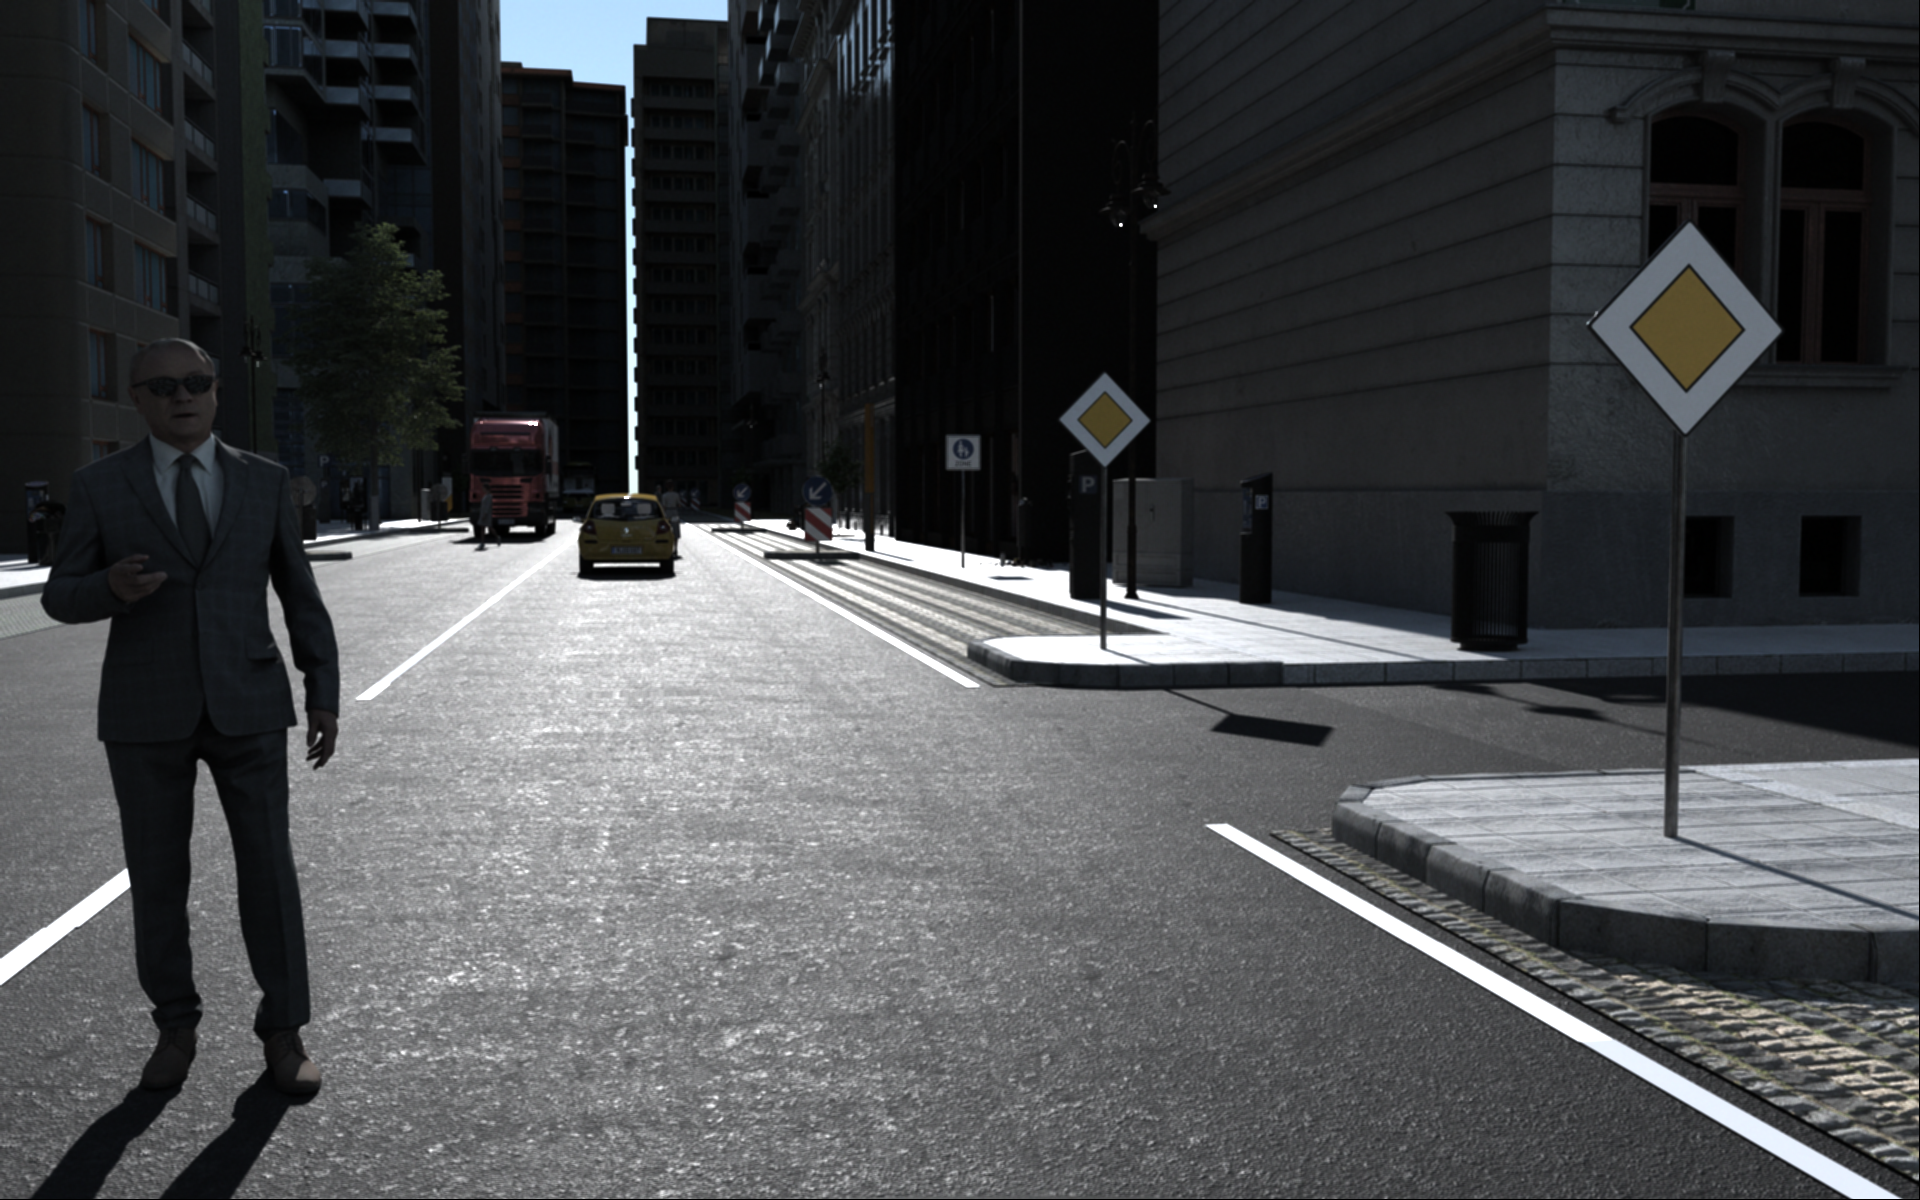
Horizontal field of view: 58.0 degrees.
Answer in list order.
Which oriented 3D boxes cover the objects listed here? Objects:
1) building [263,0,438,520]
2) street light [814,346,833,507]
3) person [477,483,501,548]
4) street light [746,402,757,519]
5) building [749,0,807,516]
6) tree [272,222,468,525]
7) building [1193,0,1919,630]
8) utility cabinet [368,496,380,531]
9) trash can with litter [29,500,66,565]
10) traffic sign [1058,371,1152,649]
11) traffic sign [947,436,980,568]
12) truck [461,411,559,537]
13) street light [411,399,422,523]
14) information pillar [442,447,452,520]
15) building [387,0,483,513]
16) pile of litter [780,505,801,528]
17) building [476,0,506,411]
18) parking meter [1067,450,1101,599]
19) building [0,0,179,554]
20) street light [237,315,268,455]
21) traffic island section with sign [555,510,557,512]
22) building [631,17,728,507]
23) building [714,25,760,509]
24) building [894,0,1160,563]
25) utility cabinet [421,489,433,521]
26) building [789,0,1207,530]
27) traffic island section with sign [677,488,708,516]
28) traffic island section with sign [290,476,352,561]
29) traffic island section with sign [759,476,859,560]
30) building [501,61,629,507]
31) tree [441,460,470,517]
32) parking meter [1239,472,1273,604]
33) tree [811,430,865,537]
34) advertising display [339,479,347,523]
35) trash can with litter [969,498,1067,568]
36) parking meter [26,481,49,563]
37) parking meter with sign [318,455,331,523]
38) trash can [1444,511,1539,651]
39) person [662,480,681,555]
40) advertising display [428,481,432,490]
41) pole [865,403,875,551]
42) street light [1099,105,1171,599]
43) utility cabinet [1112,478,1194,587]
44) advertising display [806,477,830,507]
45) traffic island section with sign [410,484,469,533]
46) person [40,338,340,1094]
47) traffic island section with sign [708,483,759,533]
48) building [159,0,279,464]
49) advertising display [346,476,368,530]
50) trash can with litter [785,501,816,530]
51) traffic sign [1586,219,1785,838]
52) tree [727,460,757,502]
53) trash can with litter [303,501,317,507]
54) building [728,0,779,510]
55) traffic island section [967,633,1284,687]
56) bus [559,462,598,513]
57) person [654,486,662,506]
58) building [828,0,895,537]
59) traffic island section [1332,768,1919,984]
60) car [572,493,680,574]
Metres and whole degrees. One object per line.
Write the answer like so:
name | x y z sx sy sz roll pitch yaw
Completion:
building | -41.249 -47.975 97.070 22.319 86.520 31.000 -1 4 -11
street light | -4.275 -4.973 54.104 0.468 5.910 1.993 -1 4 -11
person | -12.720 -2.288 46.653 0.466 1.731 0.760 2 4 25
street light | -10.480 -7.005 87.318 0.468 5.910 1.993 -1 4 -11
building | -0.757 -29.844 107.557 23.786 49.044 30.456 -1 4 -11
tree | -24.479 -9.422 72.182 7.486 12.596 7.792 0 3 0
building | 15.266 -14.450 23.649 23.554 28.519 14.401 -1 4 -11
utility cabinet | -20.635 -3.045 60.952 0.306 1.237 1.020 -1 4 -23
trash can with litter | -16.497 -1.221 31.345 0.624 1.170 1.055 -2 4 -28
traffic sign | 1.183 -0.650 14.272 0.795 2.450 0.064 -1 4 -11
traffic sign | 0.051 -1.705 30.005 0.606 2.300 0.079 -1 4 -9
truck | -15.641 -4.413 61.062 2.839 4.237 11.283 -1 4 -10
street light | -24.369 -6.429 77.908 0.468 5.910 1.993 -1 4 -11
information pillar | -25.386 -5.769 85.679 0.504 3.616 0.183 -3 5 -40
building | -41.392 -28.816 121.252 14.600 45.320 14.200 -1 4 -11
pile of litter | -6.191 -3.220 66.611 1.719 0.858 1.176 1 4 22
building | -51.860 -33.824 142.256 27.495 52.752 28.713 -1 4 -11
parking meter | 1.520 -0.945 21.170 0.399 1.863 0.255 -1 4 -9
building | -31.503 -11.227 28.600 27.650 21.520 28.899 -1 4 -11
street light | -18.274 -4.409 44.869 0.468 5.910 1.993 -1 4 -11
traffic island section with sign | -33.565 -8.027 139.870 1.989 1.847 2.006 -1 4 -11
building | -23.435 -34.163 182.259 21.600 48.544 21.300 -1 4 -11
building | -14.974 -28.904 156.175 14.154 41.232 14.086 -1 4 -11
building | 5.719 -12.879 40.250 12.332 23.373 15.834 -1 4 -11
utility cabinet | -25.582 -4.556 83.177 0.318 1.500 1.173 0 4 -5
building | 0.245 -17.770 77.929 14.401 28.519 23.554 -1 4 -11
traffic island section with sign | -17.716 -6.504 114.973 1.989 1.847 2.006 -1 4 -11
traffic island section with sign | -14.335 -1.773 37.621 1.989 1.847 2.006 -1 4 -11
traffic island section with sign | -3.346 -1.829 38.530 1.989 1.847 2.006 -1 4 -11
building | -48.603 -32.010 177.991 28.867 44.769 22.147 -1 4 -11
tree | -28.738 -6.374 98.810 1.663 3.219 1.824 0 3 0
parking meter | 3.475 -0.729 20.332 0.372 1.533 0.369 0 3 0
tree | -3.516 -3.517 52.099 1.663 3.219 1.824 0 3 0
advertising display | -27.034 -4.379 76.810 0.123 1.923 0.974 3 5 40
trash can with litter | 1.112 -1.208 30.812 1.678 1.210 2.233 -1 4 -8
parking meter | -17.251 -1.467 32.404 0.372 1.533 0.369 0 3 0
parking meter with sign | -28.217 -4.929 76.854 0.543 3.016 1.738 -1 4 -18
trash can | 4.375 -0.162 14.301 0.748 1.137 0.748 0 3 0
person | -6.796 -1.935 40.702 0.480 1.755 0.524 -2 4 -26
advertising display | -25.905 -4.862 84.711 0.123 1.923 0.974 -1 4 -13
pole | -2.038 -2.764 39.029 0.158 3.312 0.155 0 3 0
street light | 2.109 -2.956 21.123 0.468 5.910 1.993 -1 4 -11
utility cabinet | 2.667 -0.940 24.049 1.173 1.500 0.318 3 5 43
advertising display | -5.321 -3.656 64.985 0.974 1.923 0.123 1 4 23
traffic island section with sign | -19.415 -3.426 64.648 1.989 1.847 2.006 -1 4 -11
person | -1.817 0.277 4.148 0.661 1.801 0.590 -2 4 -29
traffic island section with sign | -8.330 -3.451 65.054 1.989 1.847 2.006 -1 4 -11
building | -32.148 -22.917 58.291 14.154 41.232 14.086 -1 4 -11
advertising display | -21.418 -3.452 61.647 0.974 1.923 0.123 3 5 39
trash can with litter | -5.648 -3.052 61.285 1.055 1.170 0.624 -1 4 -15
traffic sign | 2.659 -0.170 6.424 0.795 2.450 0.064 -1 4 -11
tree | -12.562 -6.399 99.231 1.663 3.219 1.824 0 3 0
trash can with litter | -24.503 -3.278 64.984 0.624 1.170 1.055 -1 4 -16
building | -3.961 -33.458 136.270 28.713 52.752 27.495 -1 4 -11
traffic island section | 1.205 0.485 14.354 2.009 0.180 2.903 -1 4 -11
bus | -29.621 -8.768 134.898 2.896 3.916 12.252 -1 4 -11
person | -12.125 -3.736 69.987 0.834 1.777 0.661 -2 4 -31
building | 1.579 -12.717 57.073 9.793 20.994 18.267 -1 4 -11
traffic island section | 2.680 0.965 6.506 2.009 0.180 2.903 -1 4 -11
car | -6.272 -1.366 32.553 2.015 1.641 3.980 -1 4 -11
